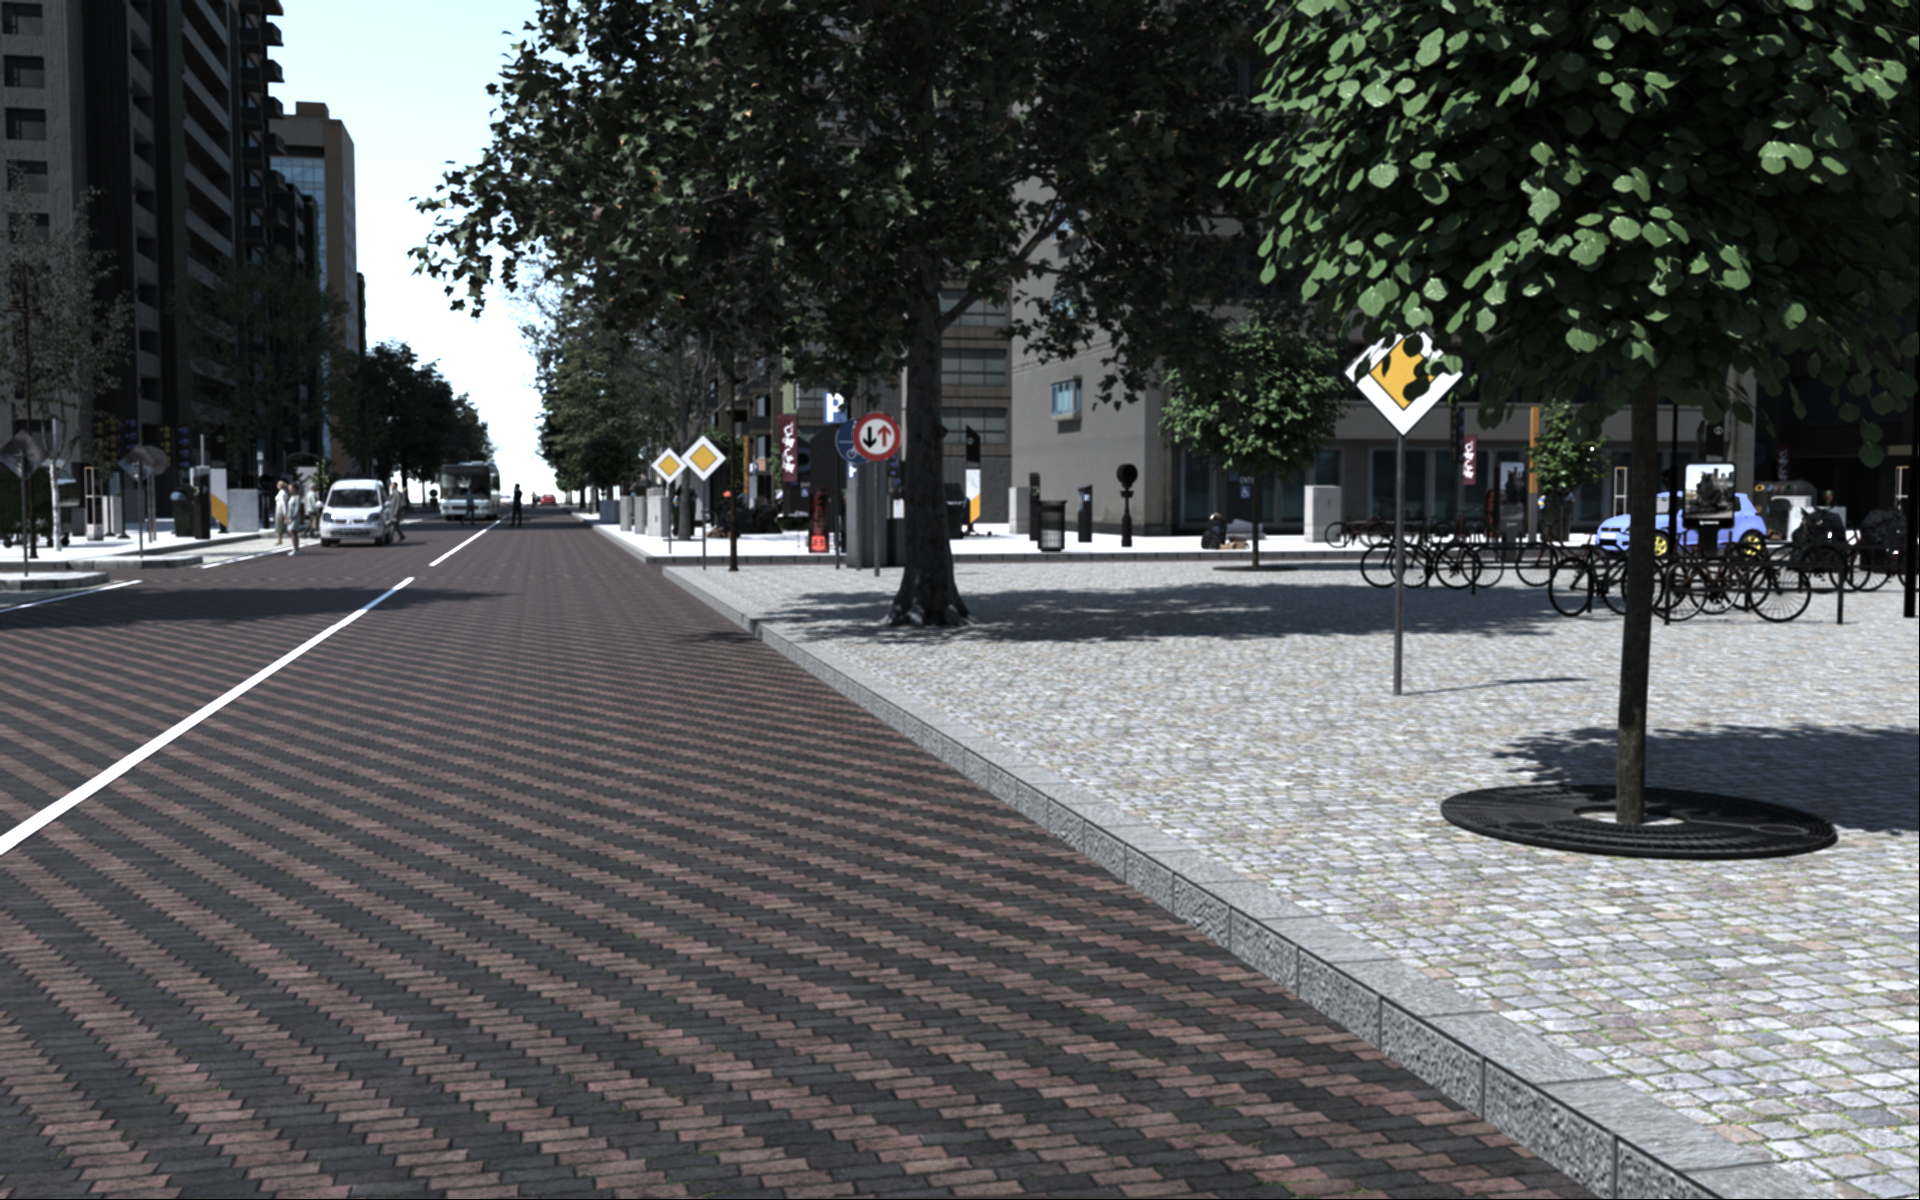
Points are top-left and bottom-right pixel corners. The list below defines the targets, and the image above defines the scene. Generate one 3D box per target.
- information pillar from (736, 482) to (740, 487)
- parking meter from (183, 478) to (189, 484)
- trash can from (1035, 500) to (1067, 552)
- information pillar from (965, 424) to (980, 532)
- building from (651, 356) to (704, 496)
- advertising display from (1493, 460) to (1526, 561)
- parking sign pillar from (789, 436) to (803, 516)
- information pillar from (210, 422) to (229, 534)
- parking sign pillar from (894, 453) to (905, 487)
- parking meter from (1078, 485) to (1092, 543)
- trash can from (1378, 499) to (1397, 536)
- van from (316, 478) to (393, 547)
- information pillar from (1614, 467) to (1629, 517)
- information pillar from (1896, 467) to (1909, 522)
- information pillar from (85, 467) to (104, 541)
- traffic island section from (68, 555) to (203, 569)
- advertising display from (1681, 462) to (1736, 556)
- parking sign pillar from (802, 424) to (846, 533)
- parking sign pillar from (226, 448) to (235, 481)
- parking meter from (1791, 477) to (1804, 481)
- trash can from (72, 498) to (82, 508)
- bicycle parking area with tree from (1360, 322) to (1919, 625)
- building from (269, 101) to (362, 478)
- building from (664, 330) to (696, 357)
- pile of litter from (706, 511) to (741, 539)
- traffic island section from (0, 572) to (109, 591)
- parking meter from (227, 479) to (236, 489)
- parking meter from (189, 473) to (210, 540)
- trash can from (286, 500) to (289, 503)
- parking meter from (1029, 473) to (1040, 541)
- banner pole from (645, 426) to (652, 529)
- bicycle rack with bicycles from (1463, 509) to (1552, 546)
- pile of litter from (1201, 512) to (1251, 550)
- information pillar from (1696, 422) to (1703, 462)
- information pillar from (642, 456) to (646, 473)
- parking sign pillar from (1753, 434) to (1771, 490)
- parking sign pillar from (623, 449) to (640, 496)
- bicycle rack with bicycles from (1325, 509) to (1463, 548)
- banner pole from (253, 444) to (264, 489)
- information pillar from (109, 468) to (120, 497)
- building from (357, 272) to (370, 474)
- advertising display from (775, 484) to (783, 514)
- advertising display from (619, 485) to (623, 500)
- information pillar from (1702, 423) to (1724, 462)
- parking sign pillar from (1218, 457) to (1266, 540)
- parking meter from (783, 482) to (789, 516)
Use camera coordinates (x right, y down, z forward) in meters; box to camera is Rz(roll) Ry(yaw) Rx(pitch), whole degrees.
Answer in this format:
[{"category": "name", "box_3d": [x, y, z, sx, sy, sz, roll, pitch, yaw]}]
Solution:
[{"category": "information pillar", "box_3d": [-13.358, -6.070, 103.732, 0.304, 2.012, 0.304, -3, 4, -36]}, {"category": "parking meter", "box_3d": [-28.128, -3.518, 63.236, 0.255, 1.863, 0.399, 1, 4, 11]}, {"category": "trash can", "box_3d": [2.018, -1.632, 38.343, 0.748, 1.137, 0.748, 0, 3, 0]}, {"category": "information pillar", "box_3d": [0.431, -4.085, 58.142, 0.504, 3.616, 0.183, 1, 4, 9]}, {"category": "building", "box_3d": [-27.488, -23.789, 233.982, 27.650, 21.520, 28.899, -1, 4, -14]}, {"category": "advertising display", "box_3d": [10.386, -1.683, 32.739, 0.974, 1.923, 0.123, -3, 5, -42]}, {"category": "parking sign pillar", "box_3d": [-6.501, -5.135, 72.429, 1.447, 3.967, 1.447, -1, 4, -9]}, {"category": "information pillar", "box_3d": [-24.072, -3.970, 56.270, 0.504, 3.616, 0.183, -2, 4, -26]}, {"category": "parking sign pillar", "box_3d": [-3.268, -6.526, 95.179, 1.447, 3.967, 1.447, 1, 4, 12]}, {"category": "parking meter", "box_3d": [3.319, -2.295, 45.938, 0.372, 1.533, 0.369, 0, 3, 0]}, {"category": "trash can", "box_3d": [13.094, -2.518, 52.817, 0.748, 1.137, 0.748, 0, 3, 0]}, {"category": "van", "box_3d": [-16.873, -2.532, 48.409, 2.013, 2.044, 4.112, -1, 4, -15]}, {"category": "information pillar", "box_3d": [18.160, -2.635, 47.567, 0.304, 2.012, 0.304, 2, 4, 33]}, {"category": "information pillar", "box_3d": [25.230, -2.558, 46.319, 0.304, 2.012, 0.304, 1, 4, 12]}, {"category": "information pillar", "box_3d": [-23.757, -2.632, 47.530, 0.304, 2.012, 0.304, 2, 4, 24]}, {"category": "traffic island section", "box_3d": [-16.385, -0.755, 34.627, 2.009, 0.180, 2.903, -1, 4, -14]}, {"category": "advertising display", "box_3d": [14.935, -1.796, 34.572, 0.974, 1.923, 0.123, 1, 4, 13]}, {"category": "parking sign pillar", "box_3d": [-4.315, -4.226, 57.564, 1.447, 3.967, 1.447, 0, 4, 3]}, {"category": "parking sign pillar", "box_3d": [-42.820, -6.910, 101.455, 1.447, 3.967, 1.447, -1, 4, -12]}, {"category": "parking meter", "box_3d": [28.314, -3.238, 58.659, 0.399, 1.863, 0.255, 3, 5, 41]}, {"category": "trash can", "box_3d": [-36.422, -3.636, 71.103, 0.748, 1.137, 0.748, 0, 3, 0]}, {"category": "bicycle parking area with tree", "box_3d": [9.545, -2.049, 20.506, 9.016, 4.147, 8.231, 1, 4, 9]}, {"category": "building", "box_3d": [-77.834, -33.695, 201.016, 14.600, 45.320, 14.200, -1, 4, -14]}, {"category": "building", "box_3d": [-31.593, -34.722, 259.578, 32.217, 40.220, 23.993, -1, 4, -14]}, {"category": "pile of litter", "box_3d": [-6.981, -2.257, 50.867, 1.176, 0.858, 1.719, 1, 4, 15]}, {"category": "traffic island section", "box_3d": [-14.505, -0.280, 26.865, 2.009, 0.180, 2.903, -1, 4, -14]}, {"category": "parking meter", "box_3d": [-28.686, -3.815, 68.083, 0.399, 1.863, 0.255, 1, 4, 22]}, {"category": "parking meter", "box_3d": [-21.436, -2.644, 48.945, 0.255, 1.863, 0.399, 1, 4, 20]}, {"category": "trash can", "box_3d": [-29.412, -3.952, 76.261, 0.748, 1.137, 0.748, 0, 3, 0]}, {"category": "parking meter", "box_3d": [2.038, -2.545, 47.328, 0.255, 1.863, 0.399, 0, 4, -3]}, {"category": "banner pole", "box_3d": [-11.438, -4.506, 63.693, 0.401, 3.779, 0.863, -2, 4, -25]}, {"category": "bicycle rack with bicycles", "box_3d": [13.386, -1.784, 42.551, 2.852, 0.926, 2.925, 1, 4, 14]}, {"category": "pile of litter", "box_3d": [6.281, -1.623, 40.498, 1.719, 0.858, 1.176, -3, 5, -44]}, {"category": "information pillar", "box_3d": [23.116, -3.840, 54.137, 0.183, 3.616, 0.504, 3, 5, 43]}, {"category": "information pillar", "box_3d": [-19.165, -6.942, 104.849, 0.504, 3.616, 0.183, 2, 4, 33]}, {"category": "parking sign pillar", "box_3d": [28.572, -4.533, 62.583, 1.447, 3.967, 1.447, 2, 4, 27]}, {"category": "parking sign pillar", "box_3d": [-20.523, -7.315, 108.079, 1.447, 3.967, 1.447, -3, 5, -44]}, {"category": "bicycle rack with bicycles", "box_3d": [10.397, -1.726, 41.607, 2.925, 0.926, 2.852, 1, 4, 20]}, {"category": "banner pole", "box_3d": [-34.996, -5.894, 86.388, 0.863, 3.779, 0.401, 2, 4, 26]}, {"category": "information pillar", "box_3d": [-32.109, -4.548, 65.716, 0.504, 3.616, 0.183, 2, 4, 24]}, {"category": "building", "box_3d": [-81.586, -27.119, 215.098, 14.160, 30.474, 14.107, -1, 4, -14]}, {"category": "advertising display", "box_3d": [-11.661, -6.532, 112.003, 0.123, 1.923, 0.974, -3, 4, -37]}, {"category": "advertising display", "box_3d": [-20.220, -6.037, 103.915, 0.123, 1.923, 0.974, 0, 4, 8]}, {"category": "information pillar", "box_3d": [21.282, -3.517, 48.861, 0.504, 3.616, 0.183, 1, 4, 18]}, {"category": "parking sign pillar", "box_3d": [7.861, -3.673, 48.518, 1.447, 3.967, 1.447, -2, 4, -31]}, {"category": "parking meter", "box_3d": [-8.426, -4.791, 84.039, 0.255, 1.863, 0.399, 1, 4, 13]}]
